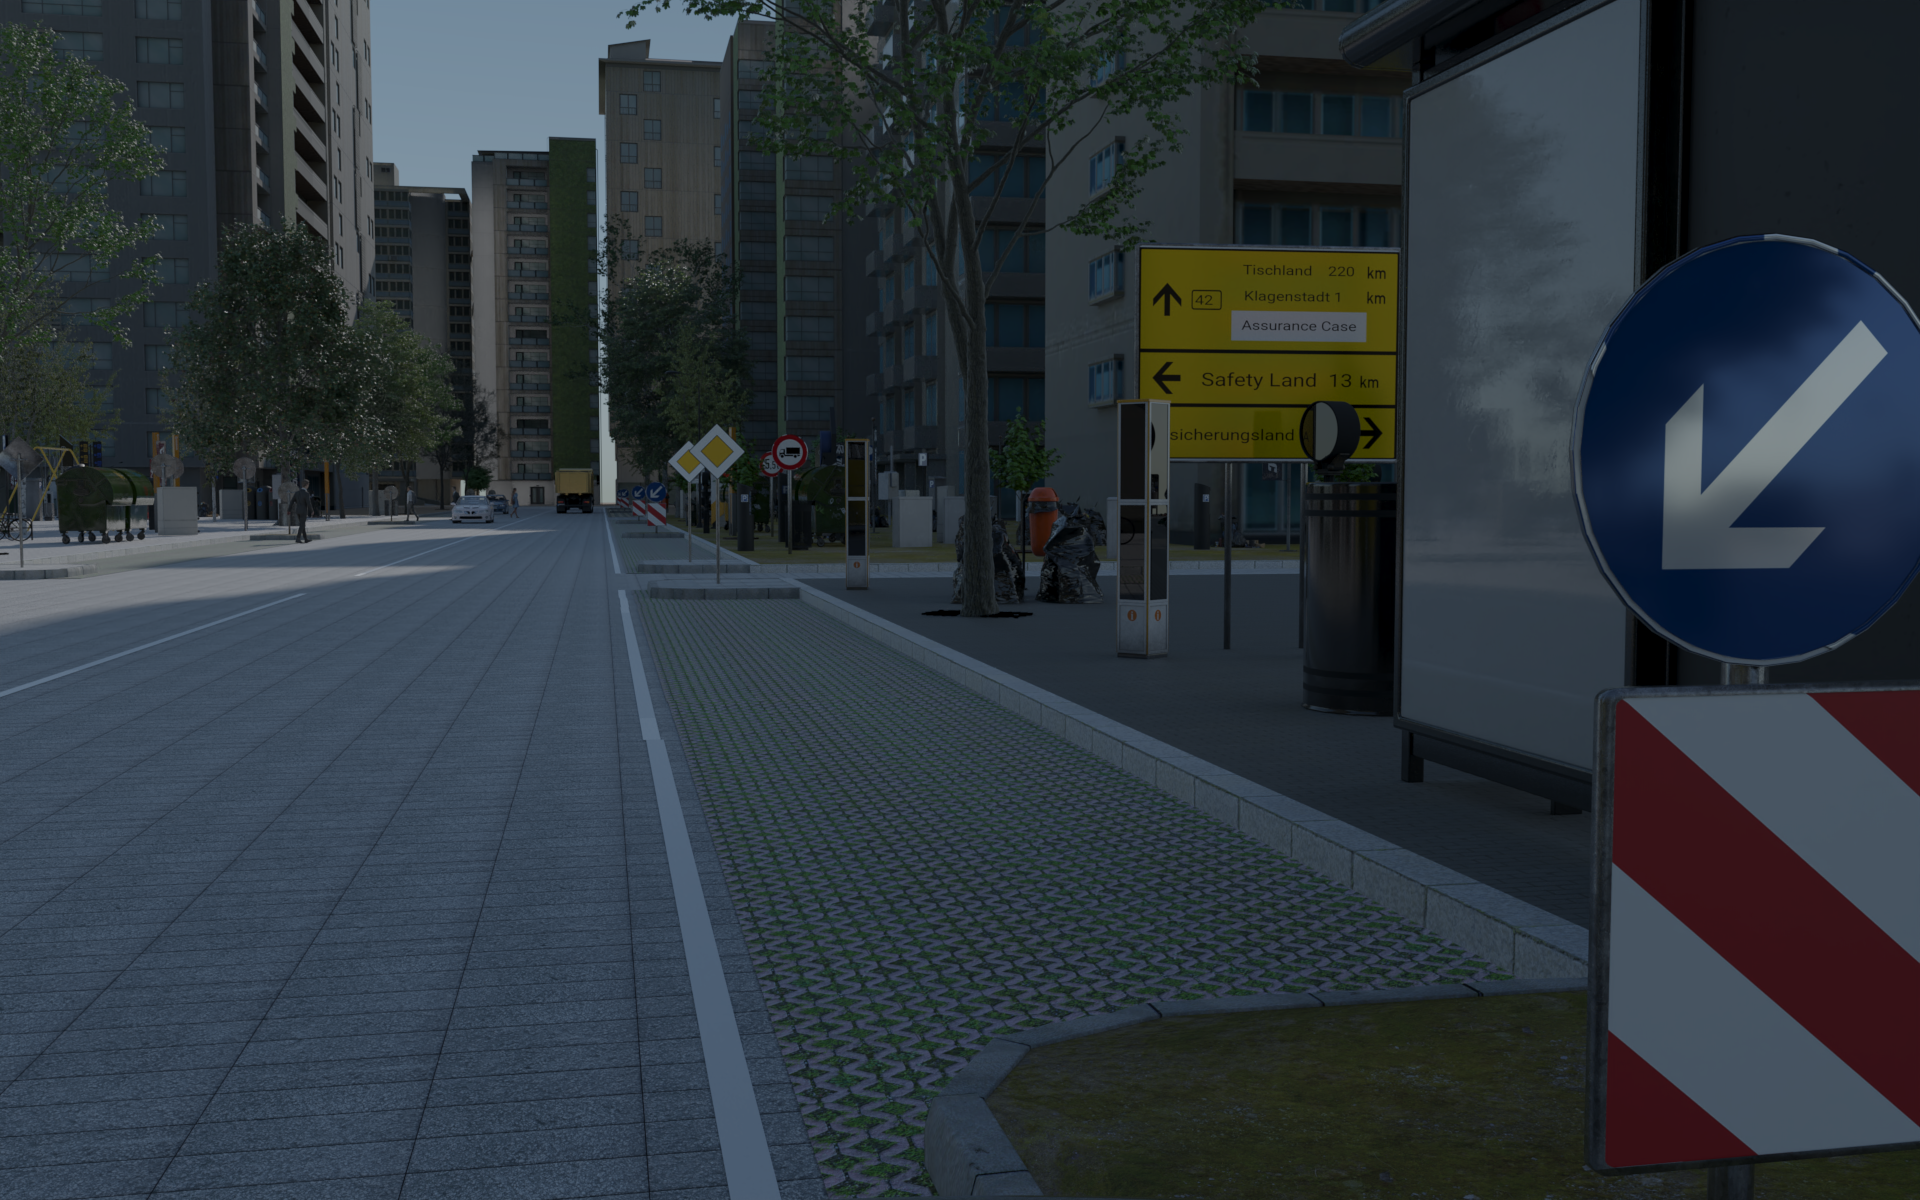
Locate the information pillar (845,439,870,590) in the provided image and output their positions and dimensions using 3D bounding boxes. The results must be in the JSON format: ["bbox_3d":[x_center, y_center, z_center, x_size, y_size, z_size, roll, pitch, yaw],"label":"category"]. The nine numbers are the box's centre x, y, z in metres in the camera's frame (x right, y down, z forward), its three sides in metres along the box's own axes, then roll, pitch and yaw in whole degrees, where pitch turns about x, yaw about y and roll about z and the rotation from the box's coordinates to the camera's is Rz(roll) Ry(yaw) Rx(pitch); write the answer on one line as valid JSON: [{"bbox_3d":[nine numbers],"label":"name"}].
[{"bbox_3d":[-1.374,-1.147,23.242,0.304,2.012,0.304,0,4,1],"label":"information pillar"}]

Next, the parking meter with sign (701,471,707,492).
[{"bbox_3d":[-15.282,-6.554,103.415,0.543,3.016,1.738,-1,4,-9],"label":"parking meter with sign"}]

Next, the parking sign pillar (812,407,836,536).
[{"bbox_3d":[-4.013,-3.946,52.989,1.447,3.967,1.447,0,4,-7],"label":"parking sign pillar"}]

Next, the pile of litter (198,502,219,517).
[{"bbox_3d":[-41.786,-5.041,96.386,1.176,0.858,1.719,0,4,5],"label":"pile of litter"}]

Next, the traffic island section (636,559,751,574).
[{"bbox_3d":[-5.059,-0.631,32.603,2.009,0.180,2.903,-1,4,-12],"label":"traffic island section"}]

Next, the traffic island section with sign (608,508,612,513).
[{"bbox_3d":[-25.721,-7.561,132.247,1.989,1.847,2.006,-1,4,-12],"label":"traffic island section with sign"}]

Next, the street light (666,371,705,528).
[{"bbox_3d":[-10.401,-5.686,65.514,1.470,5.913,1.316,-1,4,-12],"label":"street light"}]

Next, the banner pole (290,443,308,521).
[{"bbox_3d":[-31.969,-5.729,83.680,0.863,3.779,0.401,-3,4,-38],"label":"banner pole"}]

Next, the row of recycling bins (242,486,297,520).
[{"bbox_3d":[-34.166,-4.818,85.889,3.534,1.692,1.069,2,4,25],"label":"row of recycling bins"}]

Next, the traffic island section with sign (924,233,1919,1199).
[{"bbox_3d":[0.984,0.319,3.406,1.989,1.847,2.006,-1,4,-12],"label":"traffic island section with sign"}]

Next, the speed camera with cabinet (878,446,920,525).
[{"bbox_3d":[-2.518,-4.731,71.683,0.660,3.252,2.038,3,4,38],"label":"speed camera with cabinet"}]

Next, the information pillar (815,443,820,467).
[{"bbox_3d":[-6.026,-5.081,74.434,0.504,3.616,0.183,3,5,43],"label":"information pillar"}]

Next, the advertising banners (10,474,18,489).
[{"bbox_3d":[-49.167,-5.819,91.328,2.074,3.025,0.090,0,4,4],"label":"advertising banners"}]

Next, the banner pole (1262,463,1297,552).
[{"bbox_3d":[7.146,-2.982,38.768,0.863,3.779,0.401,2,4,30],"label":"banner pole"}]

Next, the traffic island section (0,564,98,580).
[{"bbox_3d":[-16.410,-0.488,30.263,2.009,0.180,2.903,-1,4,-12],"label":"traffic island section"}]

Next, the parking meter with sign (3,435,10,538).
[{"bbox_3d":[-28.753,-3.321,50.559,1.738,3.016,0.543,-3,4,-36],"label":"parking meter with sign"}]

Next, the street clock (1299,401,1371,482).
[{"bbox_3d":[2.877,-0.548,13.531,0.358,2.002,0.471,-2,4,-28],"label":"street clock"}]

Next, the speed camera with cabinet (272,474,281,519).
[{"bbox_3d":[-30.828,-5.174,78.925,0.660,3.252,2.038,-1,4,-9],"label":"speed camera with cabinet"}]

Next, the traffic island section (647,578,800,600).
[{"bbox_3d":[-3.437,-0.153,24.784,2.009,0.180,2.903,-1,4,-12],"label":"traffic island section"}]

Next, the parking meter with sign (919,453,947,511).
[{"bbox_3d":[-0.933,-4.759,74.078,1.738,3.016,0.543,-3,5,-42],"label":"parking meter with sign"}]

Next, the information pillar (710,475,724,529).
[{"bbox_3d":[-8.957,-4.435,63.873,0.504,3.616,0.183,1,4,9],"label":"information pillar"}]

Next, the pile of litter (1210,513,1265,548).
[{"bbox_3d":[6.690,-1.708,41.889,1.176,0.858,1.719,-1,4,-12],"label":"pile of litter"}]

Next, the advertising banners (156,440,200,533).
[{"bbox_3d":[-25.436,-3.675,56.277,2.074,3.025,0.090,2,4,30],"label":"advertising banners"}]

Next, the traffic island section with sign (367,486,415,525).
[{"bbox_3d":[-26.670,-4.444,81.281,1.989,1.847,2.006,-1,4,-12],"label":"traffic island section with sign"}]

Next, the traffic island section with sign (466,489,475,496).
[{"bbox_3d":[-36.932,-7.474,130.825,1.989,1.847,2.006,-1,4,-12],"label":"traffic island section with sign"}]

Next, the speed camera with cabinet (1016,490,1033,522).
[{"bbox_3d":[3.622,-5.202,79.395,2.038,3.252,0.660,0,4,-6],"label":"speed camera with cabinet"}]

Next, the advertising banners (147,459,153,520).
[{"bbox_3d":[-40.310,-5.488,85.911,0.090,3.025,2.074,-1,4,-8],"label":"advertising banners"}]

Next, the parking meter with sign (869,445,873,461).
[{"bbox_3d":[-3.719,-4.066,62.743,0.543,3.016,1.738,-2,4,-29],"label":"parking meter with sign"}]

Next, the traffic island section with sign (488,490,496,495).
[{"bbox_3d":[-42.481,-9.104,157.485,1.989,1.847,2.006,-1,4,-12],"label":"traffic island section with sign"}]

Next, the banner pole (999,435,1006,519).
[{"bbox_3d":[1.943,-5.136,73.986,0.863,3.779,0.401,-1,4,-8],"label":"banner pole"}]

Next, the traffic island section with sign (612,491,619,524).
[{"bbox_3d":[-15.560,-4.563,83.230,1.989,1.847,2.006,-1,4,-12],"label":"traffic island section with sign"}]

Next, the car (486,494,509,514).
[{"bbox_3d":[-33.179,-6.826,123.613,2.014,1.417,4.499,-1,4,-11],"label":"car"}]

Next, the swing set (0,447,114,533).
[{"bbox_3d":[-30.526,-3.711,58.300,2.862,2.851,3.119,-1,4,-9],"label":"swing set"}]

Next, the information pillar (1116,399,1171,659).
[{"bbox_3d":[1.436,-0.555,13.570,0.304,2.012,0.304,3,5,41],"label":"information pillar"}]

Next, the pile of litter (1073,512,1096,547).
[{"bbox_3d":[2.613,-1.635,40.697,1.176,0.858,1.719,2,4,32],"label":"pile of litter"}]

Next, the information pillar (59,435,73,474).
[{"bbox_3d":[-35.216,-4.706,68.297,0.504,3.616,0.183,0,4,-3],"label":"information pillar"}]

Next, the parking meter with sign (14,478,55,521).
[{"bbox_3d":[-44.107,-5.269,82.416,1.738,3.016,0.543,-1,4,-9],"label":"parking meter with sign"}]

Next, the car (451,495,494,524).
[{"bbox_3d":[-24.137,-4.497,85.895,2.083,1.381,4.827,-1,4,-13],"label":"car"}]

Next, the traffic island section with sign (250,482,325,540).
[{"bbox_3d":[-21.099,-2.801,54.420,1.989,1.847,2.006,-1,4,-12],"label":"traffic island section with sign"}]

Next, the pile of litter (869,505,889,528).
[{"bbox_3d":[-3.433,-3.196,66.215,1.719,0.858,1.176,-2,4,-27],"label":"pile of litter"}]

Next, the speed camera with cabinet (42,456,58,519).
[{"bbox_3d":[-47.277,-5.846,89.921,0.660,3.252,2.038,1,4,10],"label":"speed camera with cabinet"}]

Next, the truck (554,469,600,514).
[{"bbox_3d":[-29.007,-8.243,130.696,3.469,3.379,9.791,-1,4,-10],"label":"truck"}]

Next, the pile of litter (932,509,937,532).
[{"bbox_3d":[-0.777,-2.747,58.883,1.176,0.858,1.719,-1,4,-13],"label":"pile of litter"}]

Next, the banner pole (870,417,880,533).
[{"bbox_3d":[-2.765,-4.052,56.260,0.401,3.779,0.863,-1,4,-12],"label":"banner pole"}]

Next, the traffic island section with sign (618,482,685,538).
[{"bbox_3d":[-10.093,-2.948,56.833,1.989,1.847,2.006,-1,4,-12],"label":"traffic island section with sign"}]

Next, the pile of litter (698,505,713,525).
[{"bbox_3d":[-10.370,-3.486,70.966,1.176,0.858,1.719,3,5,39],"label":"pile of litter"}]

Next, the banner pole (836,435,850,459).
[{"bbox_3d":[-4.962,-5.111,73.576,0.863,3.779,0.401,0,4,0],"label":"banner pole"}]
